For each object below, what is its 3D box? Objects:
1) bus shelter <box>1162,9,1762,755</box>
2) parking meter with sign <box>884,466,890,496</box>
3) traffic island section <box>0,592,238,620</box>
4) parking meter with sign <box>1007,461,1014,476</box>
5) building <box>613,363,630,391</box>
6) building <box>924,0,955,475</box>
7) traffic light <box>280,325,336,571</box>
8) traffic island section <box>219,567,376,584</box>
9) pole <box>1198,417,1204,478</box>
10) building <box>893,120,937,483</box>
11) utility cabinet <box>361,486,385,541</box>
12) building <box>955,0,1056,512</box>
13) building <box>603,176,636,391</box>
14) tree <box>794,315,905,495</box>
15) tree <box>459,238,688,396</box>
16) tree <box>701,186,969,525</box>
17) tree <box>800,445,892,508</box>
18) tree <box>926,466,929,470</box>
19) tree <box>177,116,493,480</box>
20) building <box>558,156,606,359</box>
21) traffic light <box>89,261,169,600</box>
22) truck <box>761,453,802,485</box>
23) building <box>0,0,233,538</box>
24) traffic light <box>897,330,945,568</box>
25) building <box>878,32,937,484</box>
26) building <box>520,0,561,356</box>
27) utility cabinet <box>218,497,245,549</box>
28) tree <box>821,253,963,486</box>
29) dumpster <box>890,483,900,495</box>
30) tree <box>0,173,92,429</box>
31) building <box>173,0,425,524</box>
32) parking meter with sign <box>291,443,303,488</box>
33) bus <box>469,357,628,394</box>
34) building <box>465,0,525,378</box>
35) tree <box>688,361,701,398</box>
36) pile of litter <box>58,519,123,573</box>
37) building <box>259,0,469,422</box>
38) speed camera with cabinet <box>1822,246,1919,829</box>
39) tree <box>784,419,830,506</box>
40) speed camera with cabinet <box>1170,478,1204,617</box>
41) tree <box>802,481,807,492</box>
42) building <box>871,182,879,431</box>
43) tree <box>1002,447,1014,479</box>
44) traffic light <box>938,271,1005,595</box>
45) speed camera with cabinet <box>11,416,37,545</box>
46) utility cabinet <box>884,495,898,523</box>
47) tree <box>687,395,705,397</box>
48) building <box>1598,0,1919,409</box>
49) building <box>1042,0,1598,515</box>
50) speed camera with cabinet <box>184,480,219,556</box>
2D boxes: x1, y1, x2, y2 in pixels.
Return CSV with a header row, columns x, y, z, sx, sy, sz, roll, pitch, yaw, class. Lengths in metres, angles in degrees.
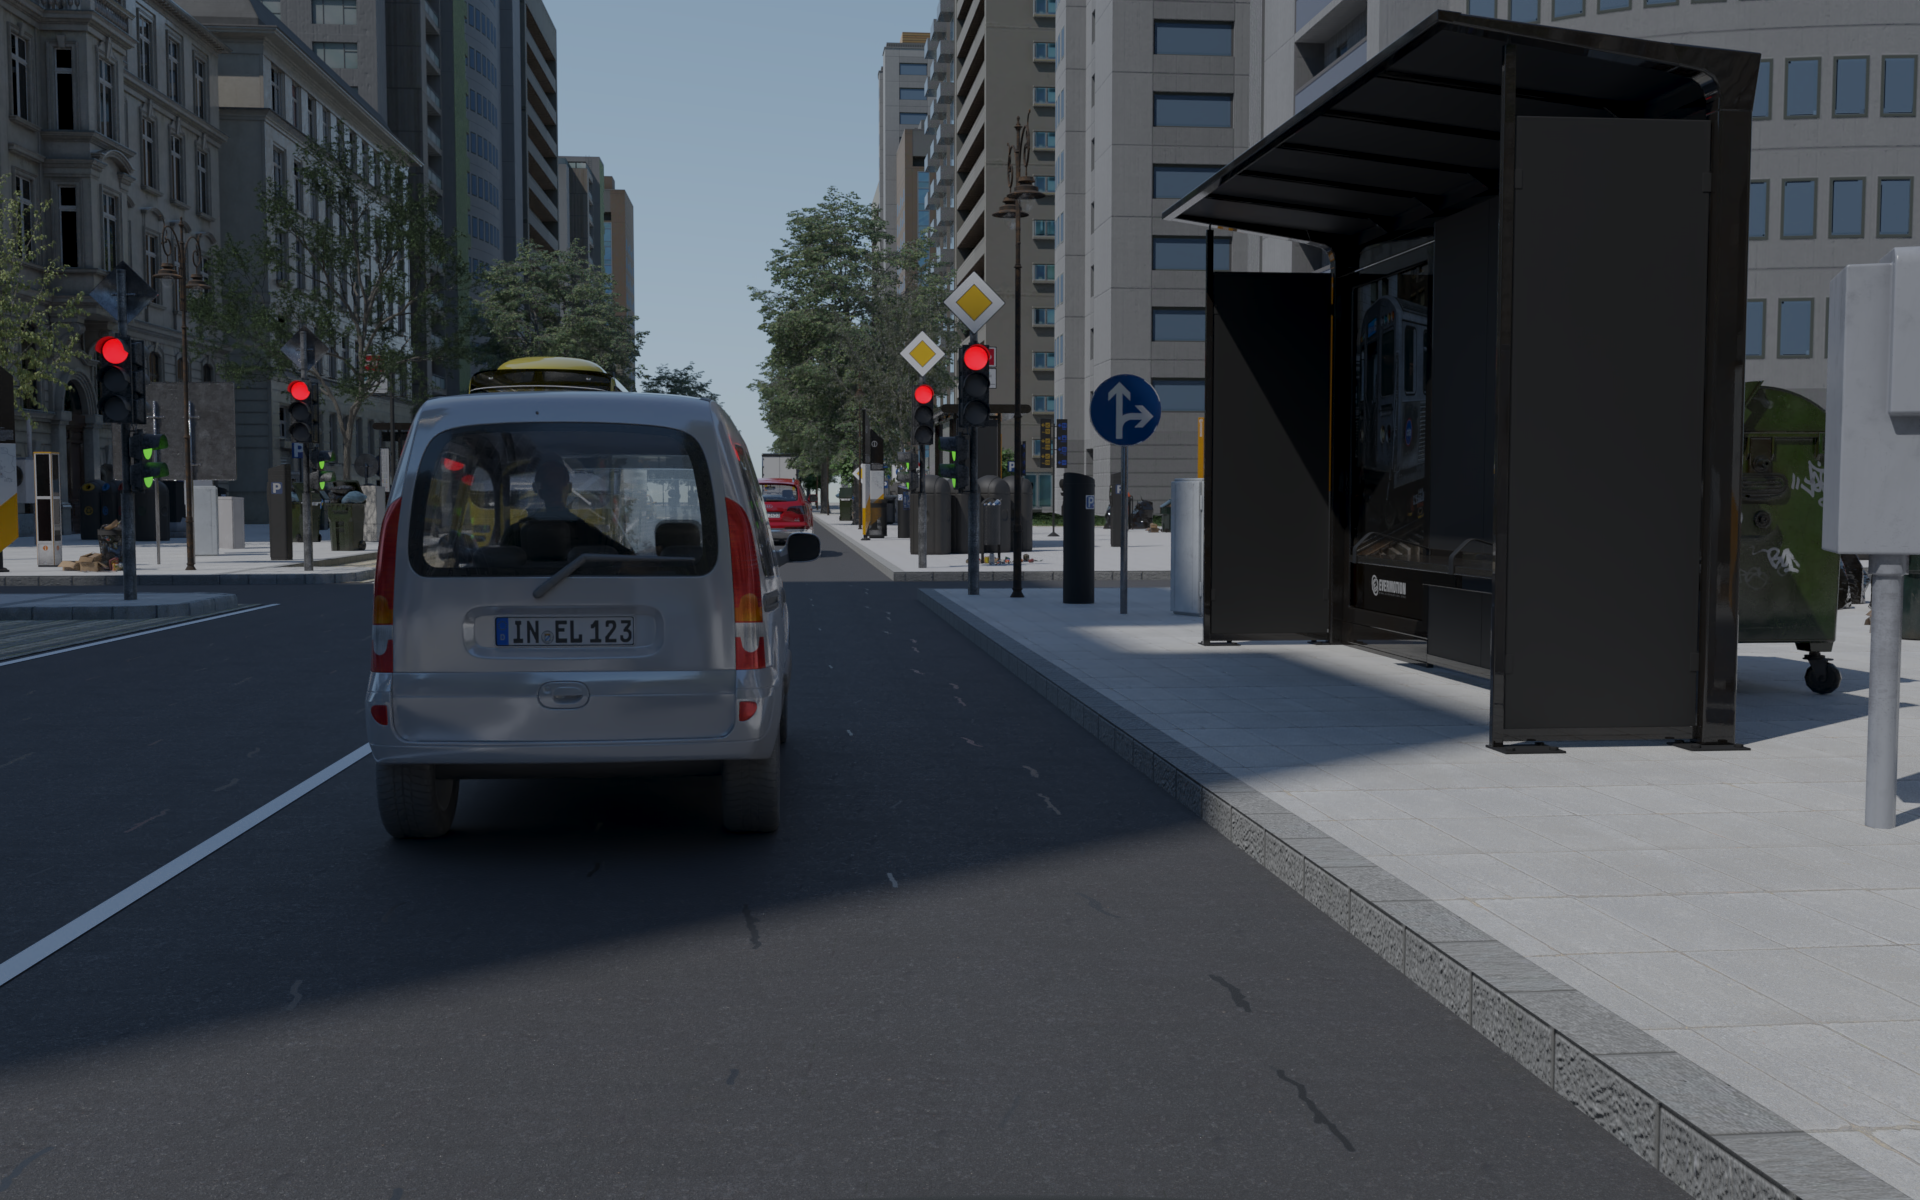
x,y,z,sx,sy,sz,roll,pitch,yaw,class
2.859,-1.244,11.621,1.731,3.624,6.357,0,4,-6,bus shelter
-3.432,-5.102,79.682,0.543,3.016,1.738,0,4,3,parking meter with sign
-10.091,0.076,21.033,2.009,0.180,2.903,0,4,-6,traffic island section
2.291,-5.914,92.961,0.543,3.016,1.738,-2,4,-34,parking meter with sign
-57.982,-23.212,224.561,27.650,21.520,28.899,0,4,-6,building
8.541,-32.806,155.987,23.786,49.044,30.456,0,4,-6,building
-10.873,-2.442,28.845,0.839,4.253,0.868,0,4,-6,traffic light
-10.914,-0.409,28.976,2.009,0.180,2.903,0,4,-6,traffic island section
6.426,-3.199,46.141,0.158,3.312,0.155,0,3,0,pole
-0.223,-34.146,208.395,14.600,45.320,14.200,0,4,-6,building
-15.964,-2.325,46.698,1.173,1.500,0.318,3,4,36,utility cabinet
11.292,-30.977,130.168,21.300,48.544,21.600,0,4,-6,building
-53.900,-36.502,246.911,14.600,45.320,14.200,0,4,-6,building
-5.920,-10.554,98.315,9.928,11.665,9.643,0,3,0,tree
-19.794,-10.909,85.015,9.857,13.997,8.962,0,3,0,tree
-4.173,-10.086,71.563,9.857,13.997,8.962,0,3,0,tree
-4.944,-6.319,87.033,4.285,4.588,4.351,0,3,0,tree
-0.191,-3.739,55.733,1.663,3.219,1.824,0,3,0,tree
-15.746,-6.689,43.781,8.767,10.594,7.601,0,4,-2,tree
-49.352,-31.785,203.283,14.154,41.232,14.086,0,4,-6,building
-10.050,-1.956,20.902,0.839,4.253,0.868,0,4,-6,traffic light
-12.836,-8.288,124.414,2.839,4.237,11.283,0,4,-5,truck
-33.736,-14.369,54.020,14.460,24.649,34.723,0,4,-6,building
-0.668,-2.507,29.914,0.839,4.253,0.868,0,4,-6,traffic light
-0.214,-42.035,229.273,21.231,58.520,28.212,0,4,-6,building
-47.619,-32.394,153.343,21.300,48.544,21.600,0,4,-6,building
-17.201,-1.815,40.836,0.306,1.237,1.020,-3,5,-44,utility cabinet
-1.916,-6.224,52.129,4.360,8.622,3.978,0,3,0,tree
-3.412,-5.379,93.698,1.264,1.857,1.865,0,4,-6,dumpster
-22.629,-5.507,40.404,4.737,8.622,4.395,0,3,0,tree
-37.917,-15.492,86.577,16.112,22.955,30.059,0,4,-6,building
-22.101,-3.714,56.991,0.543,3.016,1.738,0,4,7,parking meter with sign
-7.826,-2.640,34.718,2.896,3.916,12.252,0,4,-8,bus
-45.213,-35.853,128.196,21.231,58.520,28.212,0,4,-6,building
-27.211,-15.820,165.319,9.857,13.997,8.962,0,3,0,tree
-14.470,-0.920,28.999,1.176,0.858,1.719,-1,4,-14,pile of litter
-38.971,-25.966,108.146,14.154,41.232,14.086,0,4,-6,building
4.391,-0.741,6.457,2.038,3.252,0.660,1,4,20,speed camera with cabinet
-16.504,-16.361,201.909,7.601,10.594,8.767,-1,4,-16,tree
3.275,-1.487,18.655,2.038,3.252,0.660,-2,4,-27,speed camera with cabinet
-20.820,-17.341,233.893,4.360,8.622,3.978,0,3,0,tree
-1.765,-38.575,254.409,21.300,48.544,21.600,0,4,-6,building
2.061,-7.381,104.387,4.285,4.588,4.351,0,3,0,tree
0.155,-2.021,21.971,0.839,4.253,0.868,0,4,-6,traffic light
-24.302,-3.039,44.031,2.038,3.252,0.660,1,4,20,speed camera with cabinet
-2.908,-4.011,76.734,1.020,1.237,0.306,3,5,39,utility cabinet
-30.158,-17.026,195.380,9.611,12.733,9.660,0,3,0,tree
25.022,-31.237,52.724,28.212,58.520,21.231,0,4,-6,building
15.389,-33.341,87.117,21.231,58.520,28.212,0,4,-6,building
-16.027,-2.580,36.525,0.660,3.252,2.038,-2,4,-26,speed camera with cabinet
